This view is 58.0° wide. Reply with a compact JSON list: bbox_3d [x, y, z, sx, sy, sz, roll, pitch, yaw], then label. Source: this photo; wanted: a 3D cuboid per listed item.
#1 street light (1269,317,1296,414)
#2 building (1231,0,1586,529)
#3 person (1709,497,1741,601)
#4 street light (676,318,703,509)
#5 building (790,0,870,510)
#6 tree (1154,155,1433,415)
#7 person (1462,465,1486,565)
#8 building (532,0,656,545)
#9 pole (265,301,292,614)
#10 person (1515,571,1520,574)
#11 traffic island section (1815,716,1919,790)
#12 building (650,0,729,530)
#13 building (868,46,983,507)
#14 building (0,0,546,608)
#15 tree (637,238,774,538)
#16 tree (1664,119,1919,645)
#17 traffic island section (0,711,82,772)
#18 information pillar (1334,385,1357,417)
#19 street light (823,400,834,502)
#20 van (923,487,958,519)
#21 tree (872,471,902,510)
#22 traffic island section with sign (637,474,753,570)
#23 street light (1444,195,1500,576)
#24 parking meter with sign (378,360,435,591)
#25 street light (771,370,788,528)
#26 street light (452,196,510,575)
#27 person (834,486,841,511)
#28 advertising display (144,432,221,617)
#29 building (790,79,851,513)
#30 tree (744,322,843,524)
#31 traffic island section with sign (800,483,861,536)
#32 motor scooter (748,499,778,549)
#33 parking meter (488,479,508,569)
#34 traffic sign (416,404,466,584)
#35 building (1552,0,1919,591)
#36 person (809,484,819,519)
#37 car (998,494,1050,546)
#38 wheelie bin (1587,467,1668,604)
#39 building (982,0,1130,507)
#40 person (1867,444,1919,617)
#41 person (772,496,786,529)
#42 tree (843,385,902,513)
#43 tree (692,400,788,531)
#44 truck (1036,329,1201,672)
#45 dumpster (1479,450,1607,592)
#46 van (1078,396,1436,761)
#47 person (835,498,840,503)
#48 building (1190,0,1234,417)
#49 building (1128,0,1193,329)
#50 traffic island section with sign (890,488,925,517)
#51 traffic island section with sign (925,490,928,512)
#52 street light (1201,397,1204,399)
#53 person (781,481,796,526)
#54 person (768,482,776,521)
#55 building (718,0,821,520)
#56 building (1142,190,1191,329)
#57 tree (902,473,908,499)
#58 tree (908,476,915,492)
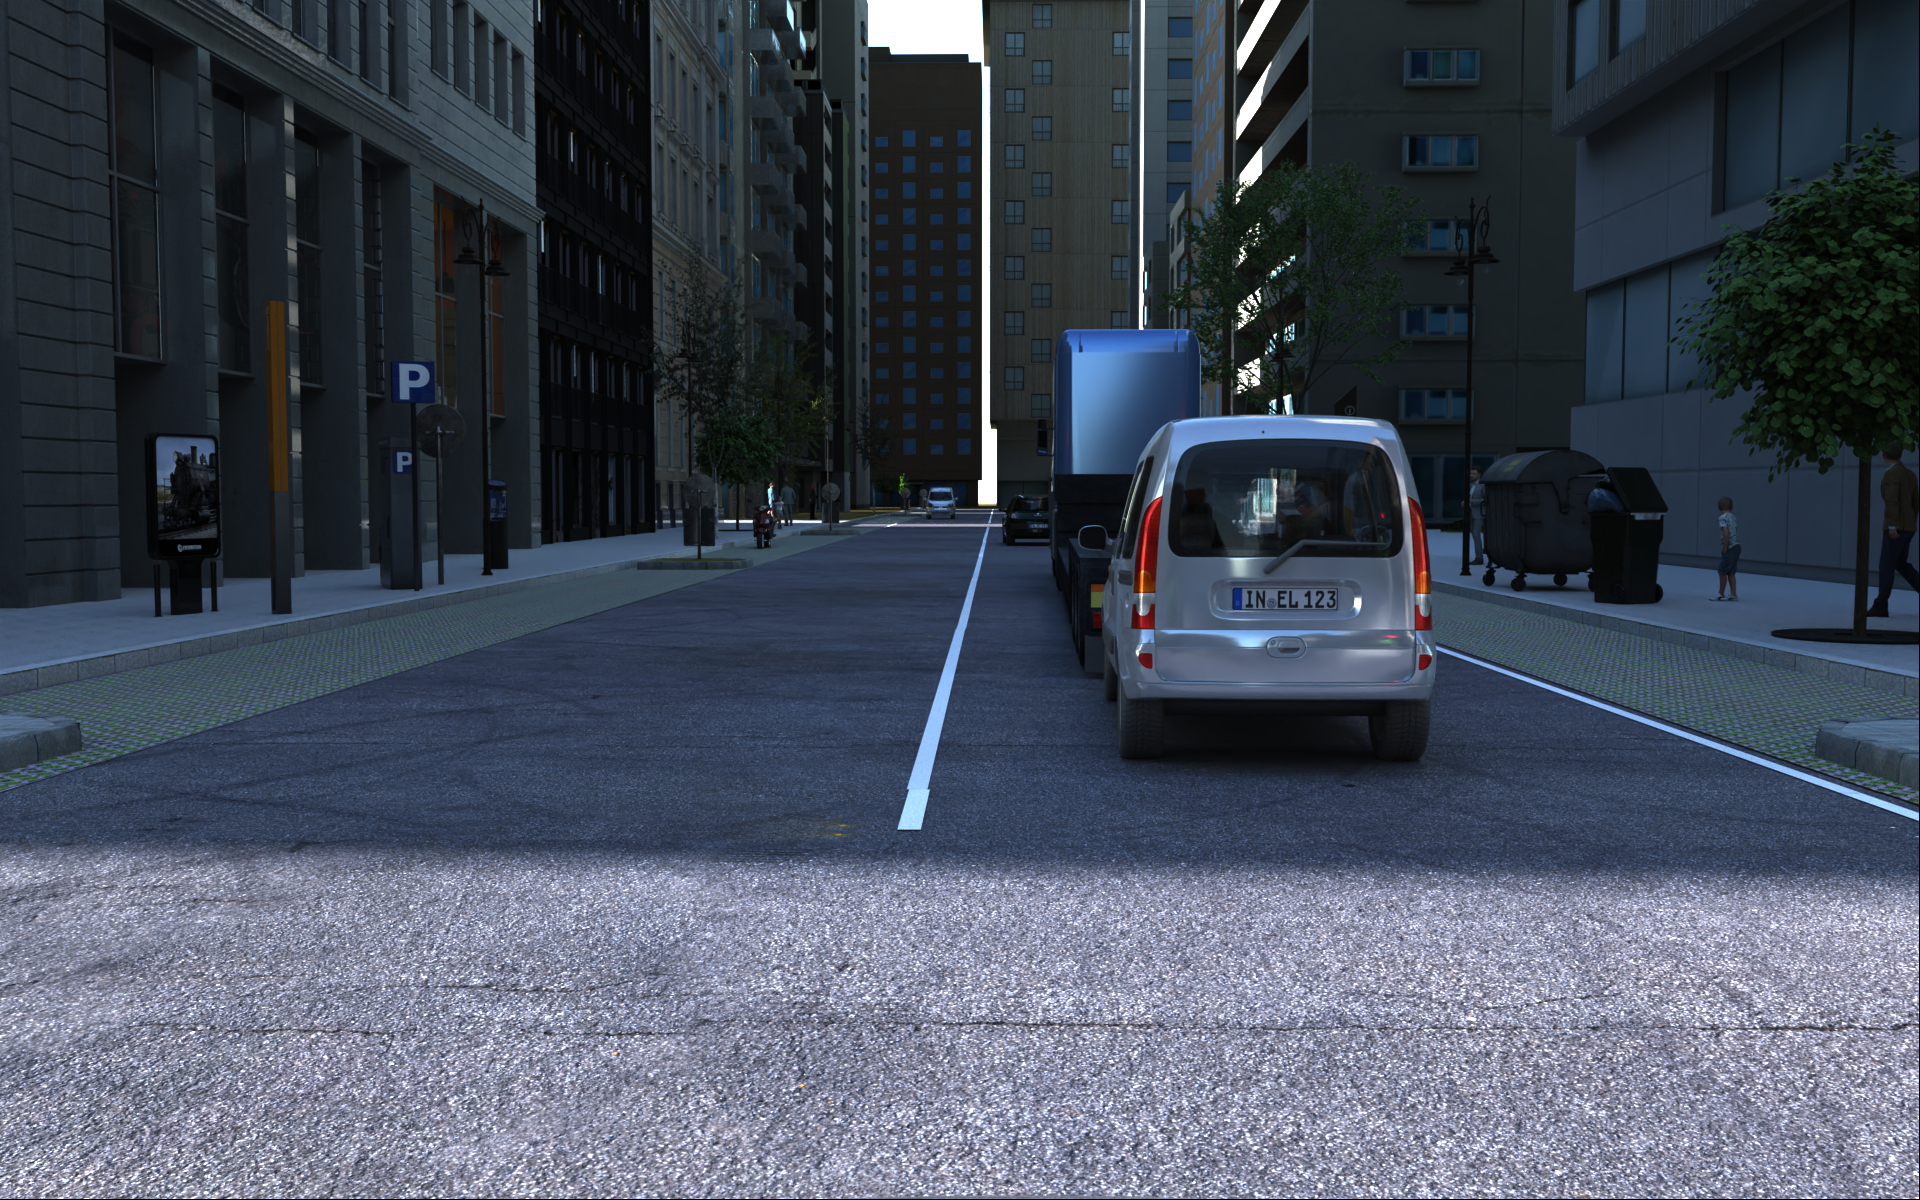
[{"bbox_3d":[8.435,-4.444,45.453,0.468,5.910,1.993,0,4,1],"label":"street light"},{"bbox_3d":[23.487,-27.403,71.748,21.300,48.544,21.600,0,4,1],"label":"building"},{"bbox_3d":[9.186,-0.614,20.766,0.332,1.250,0.352,0,4,-7],"label":"person"},{"bbox_3d":[-7.098,-4.449,45.522,0.468,5.910,1.993,0,4,1],"label":"street light"},{"bbox_3d":[-18.931,-31.936,145.851,21.600,48.544,21.300,0,4,1],"label":"building"},{"bbox_3d":[9.975,-7.760,52.625,9.928,11.665,9.643,0,3,0],"label":"tree"},{"bbox_3d":[9.332,-1.547,31.533,0.583,1.804,0.606,-2,4,-25],"label":"person"},{"bbox_3d":[-16.463,-13.430,49.252,12.332,23.373,15.834,0,4,1],"label":"building"},{"bbox_3d":[-7.266,-1.505,18.453,0.158,3.312,0.155,0,3,0],"label":"pole"},{"bbox_3d":[9.165,-1.308,27.516,0.778,1.811,0.616,-3,5,-41],"label":"person"},{"bbox_3d":[5.626,0.842,8.519,2.009,0.180,2.903,0,4,1],"label":"traffic island section"},{"bbox_3d":[-16.977,-17.195,67.046,13.634,28.700,20.117,0,4,1],"label":"building"},{"bbox_3d":[-4.842,-32.228,177.041,14.200,45.320,14.600,0,4,1],"label":"building"},{"bbox_3d":[-15.691,-15.190,25.855,11.434,29.767,29.804,0,4,1],"label":"building"},{"bbox_3d":[-7.076,-6.069,49.598,4.360,8.622,3.978,0,3,0],"label":"tree"},{"bbox_3d":[7.968,-1.937,15.376,4.285,4.588,4.351,0,3,0],"label":"tree"},{"bbox_3d":[-5.913,0.826,8.770,2.009,0.180,2.903,0,4,1],"label":"traffic island section"},{"bbox_3d":[8.261,-2.800,37.131,0.504,3.616,0.183,0,4,4],"label":"information pillar"},{"bbox_3d":[-6.309,-6.741,83.009,0.468,5.910,1.993,0,4,1],"label":"street light"},{"bbox_3d":[-1.099,-5.663,99.607,2.013,2.044,4.112,0,3,0],"label":"van"},{"bbox_3d":[-6.210,-9.085,143.135,1.663,3.219,1.824,0,3,0],"label":"tree"},{"bbox_3d":[-5.063,-1.520,33.473,1.989,1.847,2.006,0,4,1],"label":"traffic island section with sign"},{"bbox_3d":[7.979,-3.325,27.154,0.468,5.910,1.993,0,4,1],"label":"street light"},{"bbox_3d":[-7.579,-1.667,23.514,0.543,3.016,1.738,-2,4,-29],"label":"parking meter with sign"},{"bbox_3d":[-6.755,-5.622,64.710,0.468,5.910,1.993,0,4,1],"label":"street light"},{"bbox_3d":[-7.478,-3.329,27.221,0.468,5.910,1.993,0,4,1],"label":"street light"},{"bbox_3d":[-7.488,-5.969,104.083,0.683,1.767,0.568,-3,4,-36],"label":"person"},{"bbox_3d":[-8.273,-0.811,18.472,0.123,1.923,0.974,1,4,16],"label":"advertising display"},{"bbox_3d":[-15.342,-21.386,121.358,14.160,30.474,14.107,0,4,1],"label":"building"},{"bbox_3d":[-7.308,-7.623,75.006,4.737,8.622,4.395,0,3,0],"label":"tree"},{"bbox_3d":[-4.480,-3.168,60.422,1.989,1.847,2.006,0,4,1],"label":"traffic island section with sign"},{"bbox_3d":[-5.179,-2.016,45.743,0.815,1.314,1.986,0,4,1],"label":"motor scooter"},{"bbox_3d":[-7.944,-1.301,29.687,0.372,1.533,0.369,0,3,0],"label":"parking meter"},{"bbox_3d":[-7.373,-1.494,24.531,0.768,2.556,0.104,0,4,1],"label":"traffic sign"},{"bbox_3d":[24.859,-26.410,21.036,27.495,52.752,28.713,0,4,1],"label":"building"},{"bbox_3d":[-7.416,-4.976,87.542,0.705,1.807,1.348,1,4,14],"label":"person"},{"bbox_3d":[2.116,-2.426,49.454,2.009,1.686,4.222,0,4,-1],"label":"car"},{"bbox_3d":[7.816,-0.764,20.397,0.980,1.594,0.693,-2,4,-27],"label":"wheelie bin"},{"bbox_3d":[16.148,-36.332,183.274,27.495,52.752,28.713,0,4,1],"label":"building"},{"bbox_3d":[9.824,-0.741,18.077,0.836,1.842,0.656,1,4,17],"label":"person"},{"bbox_3d":[-6.589,-3.187,63.160,0.505,1.210,0.382,-3,4,-38],"label":"person"},{"bbox_3d":[-5.791,-10.154,116.385,4.360,8.622,3.978,0,3,0],"label":"tree"},{"bbox_3d":[-7.705,-4.671,60.090,4.285,4.588,4.351,0,3,0],"label":"tree"},{"bbox_3d":[2.508,-2.005,22.546,2.967,4.110,18.799,0,4,2],"label":"truck"},{"bbox_3d":[7.867,-1.078,23.390,1.264,1.857,1.865,0,4,1],"label":"dumpster"},{"bbox_3d":[1.748,-0.226,10.701,2.013,2.044,4.112,0,4,3],"label":"van"},{"bbox_3d":[-7.222,-5.472,98.699,0.628,1.438,0.799,3,5,40],"label":"person"},{"bbox_3d":[19.821,-26.927,90.364,14.600,45.320,14.200,0,4,1],"label":"building"},{"bbox_3d":[24.306,-36.655,141.305,21.231,58.520,28.212,0,4,1],"label":"building"},{"bbox_3d":[-3.414,-6.232,110.527,1.989,1.847,2.006,0,4,1],"label":"traffic island section with sign"},{"bbox_3d":[-2.834,-7.881,137.476,1.989,1.847,2.006,0,4,1],"label":"traffic island section with sign"},{"bbox_3d":[8.793,-5.630,64.841,0.468,5.910,1.993,0,4,1],"label":"street light"},{"bbox_3d":[-6.923,-3.875,69.506,0.635,1.810,0.391,-3,4,-39],"label":"person"},{"bbox_3d":[-8.785,-4.549,80.436,0.654,1.822,0.581,-1,4,-17],"label":"person"},{"bbox_3d":[-20.728,-29.300,98.661,23.786,49.044,30.456,0,4,1],"label":"building"},{"bbox_3d":[26.870,-16.376,112.790,27.650,21.520,28.899,0,4,1],"label":"building"},{"bbox_3d":[-5.610,-9.402,148.321,1.663,3.219,1.824,0,3,0],"label":"tree"},{"bbox_3d":[-5.240,-10.097,159.683,1.663,3.219,1.824,0,3,0],"label":"tree"}]
